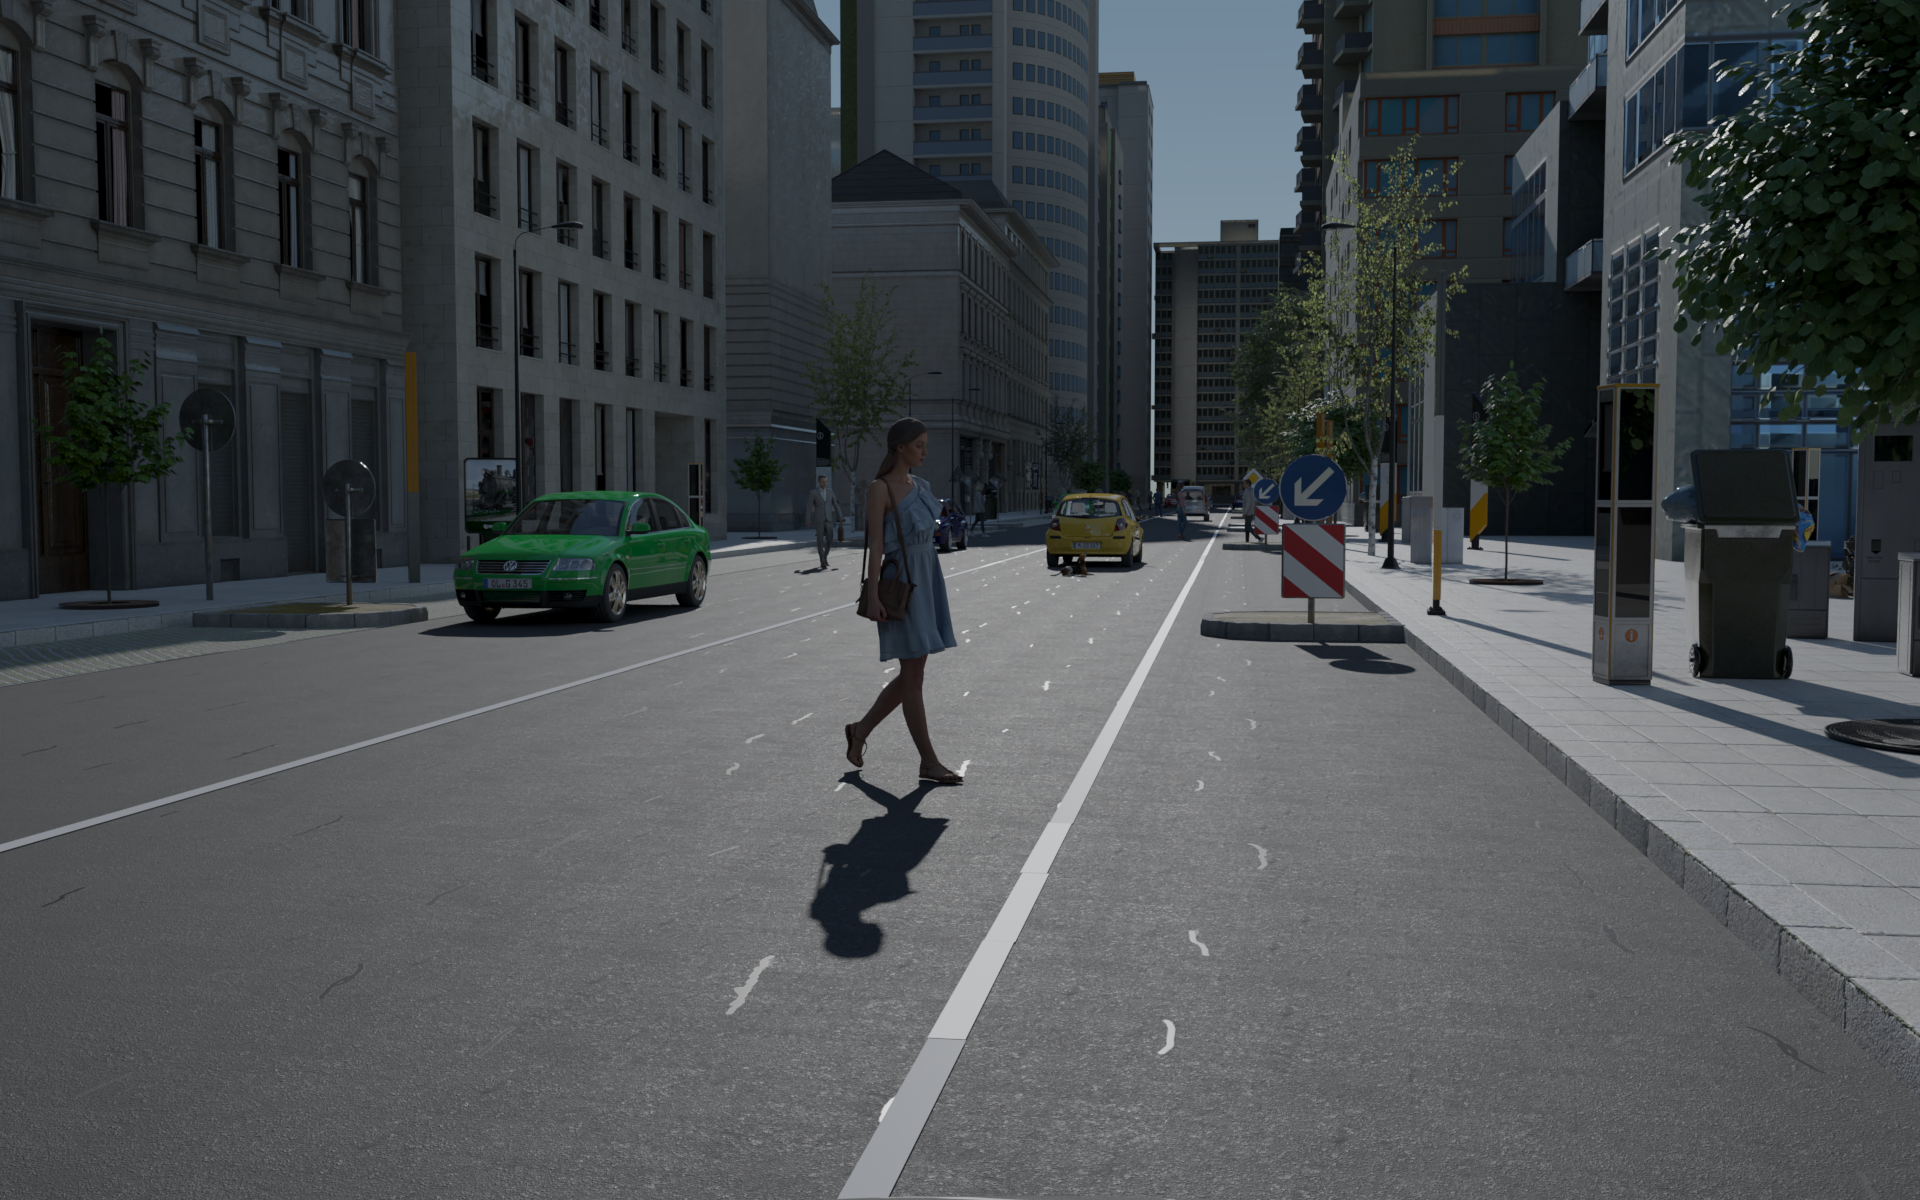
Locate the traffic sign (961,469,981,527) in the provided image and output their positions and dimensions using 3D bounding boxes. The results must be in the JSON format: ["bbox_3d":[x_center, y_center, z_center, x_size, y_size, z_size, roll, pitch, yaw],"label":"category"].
[{"bbox_3d":[0.414,-3.938,68.025,0.795,2.450,0.064,1,4,9],"label":"traffic sign"}]

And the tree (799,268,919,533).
[{"bbox_3d":[-3.495,-6.547,57.413,4.737,8.622,4.395,0,3,0],"label":"tree"}]

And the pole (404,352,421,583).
[{"bbox_3d":[-7.905,-1.905,24.991,0.158,3.312,0.155,0,3,0],"label":"pole"}]

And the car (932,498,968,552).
[{"bbox_3d":[-0.881,-1.942,44.329,1.945,1.354,3.894,1,4,9],"label":"car"}]

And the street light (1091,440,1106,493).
[{"bbox_3d":[11.831,-10.773,148.681,1.470,5.913,1.316,1,4,9],"label":"street light"}]

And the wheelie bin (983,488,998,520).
[{"bbox_3d":[1.562,-4.842,87.081,0.693,1.594,0.980,3,4,37],"label":"wheelie bin"}]

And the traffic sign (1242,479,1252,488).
[{"bbox_3d":[12.480,-4.313,74.167,0.795,2.450,0.064,1,4,9],"label":"traffic sign"}]

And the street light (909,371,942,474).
[{"bbox_3d":[-1.364,-5.697,65.692,1.470,5.913,1.316,1,4,9],"label":"street light"}]

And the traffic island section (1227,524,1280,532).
[{"bbox_3d":[11.243,-2.696,66.356,2.009,0.180,2.903,1,4,9],"label":"traffic island section"}]

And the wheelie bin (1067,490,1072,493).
[{"bbox_3d":[7.929,-7.261,126.630,0.693,1.594,0.980,1,4,20],"label":"wheelie bin"}]

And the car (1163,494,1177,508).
[{"bbox_3d":[22.102,-10.416,179.342,2.155,1.783,4.494,0,4,7],"label":"car"}]

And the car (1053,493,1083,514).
[{"bbox_3d":[5.332,-4.395,80.650,1.959,1.807,4.718,0,4,7],"label":"car"}]

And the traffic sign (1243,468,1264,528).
[{"bbox_3d":[11.218,-3.831,66.282,0.795,2.450,0.064,1,4,9],"label":"traffic sign"}]

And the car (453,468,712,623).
[{"bbox_3d":[-4.422,-0.735,20.815,1.959,1.807,4.718,1,4,10],"label":"car"}]

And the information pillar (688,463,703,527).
[{"bbox_3d":[-6.232,-2.223,40.840,0.304,2.012,0.304,0,4,4],"label":"information pillar"}]

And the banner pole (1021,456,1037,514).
[{"bbox_3d":[4.410,-7.580,113.943,0.863,3.779,0.401,-2,4,-33],"label":"banner pole"}]

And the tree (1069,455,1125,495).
[{"bbox_3d":[10.692,-9.885,145.332,4.285,4.588,4.351,0,3,0],"label":"tree"}]

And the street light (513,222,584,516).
[{"bbox_3d":[-7.105,-3.500,29.768,1.470,5.913,1.316,1,4,9],"label":"street light"}]

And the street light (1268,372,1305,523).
[{"bbox_3d":[12.557,-5.717,66.020,1.470,5.913,1.316,1,4,9],"label":"street light"}]

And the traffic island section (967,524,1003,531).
[{"bbox_3d":[0.390,-2.802,68.091,2.009,0.180,2.903,1,4,9],"label":"traffic island section"}]

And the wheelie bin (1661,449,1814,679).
[{"bbox_3d":[5.451,-0.264,12.224,0.980,1.594,0.693,1,4,11],"label":"wheelie bin"}]

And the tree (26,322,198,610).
[{"bbox_3d":[-9.705,-1.520,19.447,1.663,3.219,1.824,0,3,0],"label":"tree"}]

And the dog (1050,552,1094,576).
[{"bbox_3d":[1.966,-0.625,30.413,0.748,0.427,0.550,1,4,12],"label":"dog"}]

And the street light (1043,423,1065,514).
[{"bbox_3d":[6.159,-8.575,112.747,1.470,5.913,1.316,1,4,9],"label":"street light"}]

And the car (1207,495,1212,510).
[{"bbox_3d":[22.327,-9.025,159.554,2.014,1.417,4.499,1,4,10],"label":"car"}]

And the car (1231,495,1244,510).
[{"bbox_3d":[25.847,-8.959,159.055,1.945,1.354,3.894,0,4,7],"label":"car"}]

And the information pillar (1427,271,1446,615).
[{"bbox_3d":[5.102,-1.658,18.463,0.183,3.616,0.504,1,4,13],"label":"information pillar"}]

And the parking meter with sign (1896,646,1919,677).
[{"bbox_3d":[7.532,-0.962,11.996,1.738,3.016,0.543,1,4,13],"label":"parking meter with sign"}]

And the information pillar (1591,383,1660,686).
[{"bbox_3d":[4.485,-0.440,11.685,0.304,2.012,0.304,0,4,-2],"label":"information pillar"}]

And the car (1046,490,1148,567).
[{"bbox_3d":[2.803,-1.543,35.458,2.015,1.641,3.980,1,4,10],"label":"car"}]

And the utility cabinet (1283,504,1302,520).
[{"bbox_3d":[16.600,-4.595,86.284,1.020,1.237,0.306,3,5,40],"label":"utility cabinet"}]

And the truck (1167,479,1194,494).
[{"bbox_3d":[28.188,-13.755,220.825,3.469,3.379,9.791,1,4,9],"label":"truck"}]

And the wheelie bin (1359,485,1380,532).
[{"bbox_3d":[13.999,-3.108,58.719,0.980,1.594,0.693,0,4,1],"label":"wheelie bin"}]

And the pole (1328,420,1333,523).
[{"bbox_3d":[10.229,-3.309,47.951,0.158,3.312,0.155,0,3,0],"label":"pole"}]

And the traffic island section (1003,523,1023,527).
[{"bbox_3d":[1.652,-3.284,75.976,2.009,0.180,2.903,1,4,9],"label":"traffic island section"}]

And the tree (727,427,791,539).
[{"bbox_3d":[-5.815,-3.375,49.785,1.663,3.219,1.824,0,3,0],"label":"tree"}]

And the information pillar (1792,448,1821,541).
[{"bbox_3d":[13.553,-1.425,27.790,0.304,2.012,0.304,-2,4,-26],"label":"information pillar"}]

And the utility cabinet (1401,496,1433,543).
[{"bbox_3d":[12.010,-2.098,45.462,1.020,1.237,0.306,-3,4,-39],"label":"utility cabinet"}]

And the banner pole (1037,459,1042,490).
[{"bbox_3d":[5.454,-8.068,121.932,0.863,3.779,0.401,0,4,6],"label":"banner pole"}]

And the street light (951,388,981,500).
[{"bbox_3d":[0.209,-6.325,75.962,1.470,5.913,1.316,1,4,9],"label":"street light"}]

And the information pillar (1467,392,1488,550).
[{"bbox_3d":[11.914,-2.960,39.750,0.183,3.616,0.504,-2,4,-26],"label":"information pillar"}]

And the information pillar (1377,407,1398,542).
[{"bbox_3d":[11.391,-3.347,46.073,0.183,3.616,0.504,-3,4,-37],"label":"information pillar"}]

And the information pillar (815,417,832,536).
[{"bbox_3d":[-4.170,-3.764,52.894,0.504,3.616,0.183,1,4,19],"label":"information pillar"}]

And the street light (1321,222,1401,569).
[{"bbox_3d":[6.874,-3.497,29.713,1.470,5.913,1.316,1,4,9],"label":"street light"}]

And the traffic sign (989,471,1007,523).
[{"bbox_3d":[1.676,-4.420,75.911,0.795,2.450,0.064,1,4,9],"label":"traffic sign"}]

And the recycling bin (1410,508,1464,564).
[{"bbox_3d":[8.814,-1.190,32.012,0.722,1.027,0.722,-1,4,-15],"label":"recycling bin"}]

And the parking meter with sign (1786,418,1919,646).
[{"bbox_3d":[8.164,-1.149,15.050,1.738,3.016,0.543,2,4,26],"label":"parking meter with sign"}]

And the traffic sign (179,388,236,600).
[{"bbox_3d":[-9.067,-1.269,20.855,0.768,2.556,0.104,1,4,12],"label":"traffic sign"}]

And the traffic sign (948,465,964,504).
[{"bbox_3d":[-0.102,-4.737,77.452,0.884,2.594,0.081,1,4,14],"label":"traffic sign"}]

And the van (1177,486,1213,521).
[{"bbox_3d":[12.663,-5.310,93.826,2.013,2.044,4.112,1,4,10],"label":"van"}]

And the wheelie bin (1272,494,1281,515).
[{"bbox_3d":[19.877,-6.160,108.626,0.693,1.594,0.980,1,4,22],"label":"wheelie bin"}]

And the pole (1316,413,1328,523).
[{"bbox_3d":[9.041,-3.036,43.483,0.158,3.312,0.155,0,3,0],"label":"pole"}]

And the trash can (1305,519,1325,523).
[{"bbox_3d":[11.279,-2.652,55.018,0.748,1.137,0.748,0,3,0],"label":"trash can"}]
